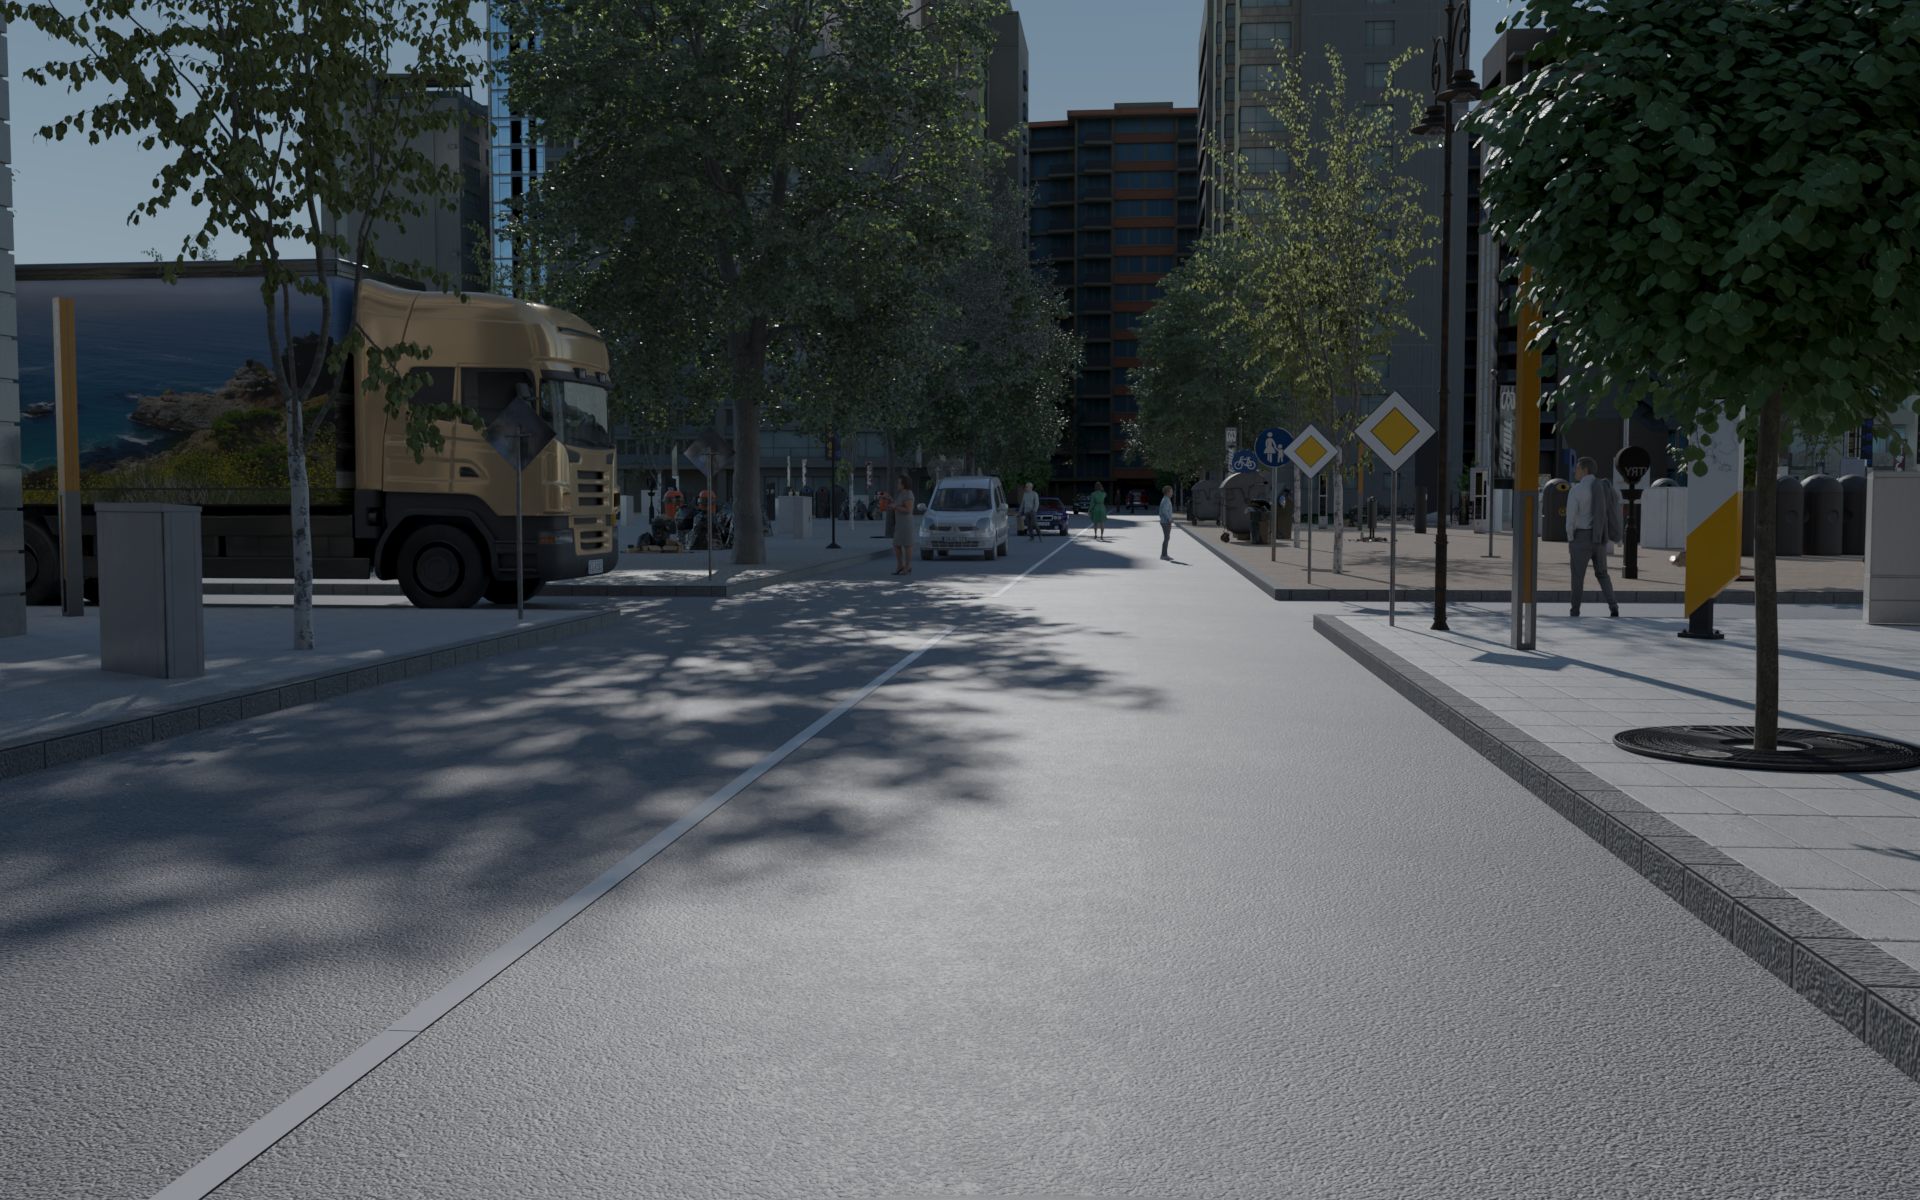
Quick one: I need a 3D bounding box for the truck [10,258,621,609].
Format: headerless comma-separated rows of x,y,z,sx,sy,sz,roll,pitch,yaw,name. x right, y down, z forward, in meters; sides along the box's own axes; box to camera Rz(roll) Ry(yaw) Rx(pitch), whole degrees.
-9.442,-2.029,22.092,11.283,4.237,2.839,0,4,7,truck

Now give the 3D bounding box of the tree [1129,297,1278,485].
13.719,-11.092,98.368,9.611,12.733,9.660,0,3,0,tree

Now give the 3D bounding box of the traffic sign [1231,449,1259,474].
8.109,-3.012,49.357,0.768,2.556,0.104,0,4,8,traffic sign

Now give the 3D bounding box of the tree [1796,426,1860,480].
39.205,-7.878,79.173,4.737,8.622,4.395,0,3,0,tree

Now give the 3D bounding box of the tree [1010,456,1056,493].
4.920,-8.122,116.504,4.285,4.588,4.351,0,3,0,tree

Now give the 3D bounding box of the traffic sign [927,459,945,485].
-0.817,-3.853,63.099,0.768,2.556,0.104,1,4,11,traffic sign

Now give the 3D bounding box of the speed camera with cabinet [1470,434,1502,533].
17.521,-3.873,57.658,0.660,3.252,2.038,2,4,31,speed camera with cabinet

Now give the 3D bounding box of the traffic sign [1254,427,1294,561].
5.998,-2.015,33.044,0.768,2.556,0.104,1,4,13,traffic sign

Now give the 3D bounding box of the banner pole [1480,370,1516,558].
10.953,-2.754,35.047,0.863,3.779,0.401,-2,4,-25,banner pole

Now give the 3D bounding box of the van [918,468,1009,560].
0.130,-1.946,38.830,2.013,2.044,4.112,0,4,7,van

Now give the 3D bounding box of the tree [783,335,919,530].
-4.077,-6.766,60.986,4.737,8.622,4.395,0,3,0,tree

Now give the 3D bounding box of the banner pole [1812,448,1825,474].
46.061,-6.306,93.127,0.401,3.779,0.863,-3,5,-42,banner pole

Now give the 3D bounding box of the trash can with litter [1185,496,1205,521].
11.149,-4.298,81.658,1.055,1.170,0.624,2,4,27,trash can with litter

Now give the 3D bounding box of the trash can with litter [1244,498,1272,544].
7.670,-2.005,44.171,0.624,1.170,1.055,2,4,25,trash can with litter

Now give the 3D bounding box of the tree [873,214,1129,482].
0.444,-9.402,70.723,9.611,12.733,9.660,0,3,0,tree

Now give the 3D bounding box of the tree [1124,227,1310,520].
12.646,-10.865,84.294,9.857,13.997,8.962,0,3,0,tree

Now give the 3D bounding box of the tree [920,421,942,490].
-0.886,-8.916,96.138,4.737,8.622,4.395,0,3,0,tree

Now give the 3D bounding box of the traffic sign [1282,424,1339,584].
4.997,-1.290,24.737,0.795,2.450,0.064,0,4,6,traffic sign

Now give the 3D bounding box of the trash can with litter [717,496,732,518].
-12.458,-5.043,93.505,2.233,1.210,1.678,2,4,25,trash can with litter

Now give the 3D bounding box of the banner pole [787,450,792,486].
-9.696,-6.637,98.529,0.401,3.779,0.863,-1,4,-22,banner pole

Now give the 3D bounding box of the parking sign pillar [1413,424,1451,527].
18.337,-4.814,67.177,1.447,3.967,1.447,3,4,39,parking sign pillar

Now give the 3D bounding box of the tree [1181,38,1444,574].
5.891,-4.722,27.573,4.360,8.622,3.978,0,3,0,tree

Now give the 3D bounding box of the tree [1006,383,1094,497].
6.989,-12.238,134.502,7.601,10.594,8.767,1,4,10,tree

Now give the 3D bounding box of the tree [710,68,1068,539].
-1.991,-8.533,49.877,12.009,13.543,11.850,0,3,0,tree

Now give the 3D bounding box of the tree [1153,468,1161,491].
16.801,-9.148,133.281,4.285,4.588,4.351,0,3,0,tree

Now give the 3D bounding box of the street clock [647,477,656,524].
-13.024,-4.193,73.122,0.358,2.002,0.471,-2,4,-34,street clock

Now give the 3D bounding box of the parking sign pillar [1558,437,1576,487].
26.205,-5.277,74.758,1.447,3.967,1.447,2,4,34,parking sign pillar

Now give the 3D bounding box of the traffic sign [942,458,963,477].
-0.268,-3.729,61.069,0.768,2.556,0.104,1,4,12,traffic sign

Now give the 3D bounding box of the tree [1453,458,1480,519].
26.909,-5.880,90.744,1.663,3.219,1.824,0,3,0,tree

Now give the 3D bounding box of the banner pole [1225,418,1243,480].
9.052,-4.103,57.093,0.863,3.779,0.401,-2,4,-30,banner pole

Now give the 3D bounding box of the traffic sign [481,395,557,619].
-4.499,-0.859,17.683,0.795,2.450,0.064,0,4,6,traffic sign

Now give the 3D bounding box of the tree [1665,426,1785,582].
11.641,-1.915,25.918,1.663,3.219,1.824,0,3,0,tree

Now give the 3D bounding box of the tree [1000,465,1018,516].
2.583,-6.603,102.564,1.663,3.219,1.824,0,3,0,tree

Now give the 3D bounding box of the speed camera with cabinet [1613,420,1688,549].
16.372,-2.859,41.076,0.660,3.252,2.038,-1,4,-16,speed camera with cabinet

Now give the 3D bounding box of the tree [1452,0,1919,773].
4.094,-1.522,8.602,4.285,4.588,4.351,0,3,0,tree

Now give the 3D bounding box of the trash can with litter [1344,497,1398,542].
10.998,-2.193,46.906,1.678,1.210,2.233,1,4,22,trash can with litter

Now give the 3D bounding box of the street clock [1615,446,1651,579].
10.166,-1.325,26.226,0.471,2.002,0.358,0,4,7,street clock

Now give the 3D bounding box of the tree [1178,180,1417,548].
8.246,-5.546,41.035,4.737,8.622,4.395,0,3,0,tree

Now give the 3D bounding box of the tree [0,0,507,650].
-5.404,-3.882,13.837,4.737,8.622,4.395,0,3,0,tree

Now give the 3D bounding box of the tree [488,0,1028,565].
-3.782,-7.631,31.427,9.857,13.997,8.962,0,3,0,tree

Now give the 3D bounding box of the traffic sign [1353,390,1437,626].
4.199,-0.804,16.792,0.795,2.450,0.064,0,4,6,traffic sign

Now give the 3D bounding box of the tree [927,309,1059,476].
1.184,-9.701,84.363,9.928,11.665,9.643,0,3,0,tree

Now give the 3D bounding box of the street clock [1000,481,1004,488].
2.203,-5.456,93.781,0.358,2.002,0.471,-1,4,-11,street clock

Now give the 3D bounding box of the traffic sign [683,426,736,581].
-3.701,-1.345,25.628,0.795,2.450,0.064,0,4,6,traffic sign

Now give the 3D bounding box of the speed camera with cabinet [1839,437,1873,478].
22.085,-2.970,42.901,0.660,3.252,2.038,2,4,31,speed camera with cabinet

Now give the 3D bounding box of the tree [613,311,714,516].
-11.035,-6.923,63.558,4.360,8.622,3.978,0,3,0,tree
